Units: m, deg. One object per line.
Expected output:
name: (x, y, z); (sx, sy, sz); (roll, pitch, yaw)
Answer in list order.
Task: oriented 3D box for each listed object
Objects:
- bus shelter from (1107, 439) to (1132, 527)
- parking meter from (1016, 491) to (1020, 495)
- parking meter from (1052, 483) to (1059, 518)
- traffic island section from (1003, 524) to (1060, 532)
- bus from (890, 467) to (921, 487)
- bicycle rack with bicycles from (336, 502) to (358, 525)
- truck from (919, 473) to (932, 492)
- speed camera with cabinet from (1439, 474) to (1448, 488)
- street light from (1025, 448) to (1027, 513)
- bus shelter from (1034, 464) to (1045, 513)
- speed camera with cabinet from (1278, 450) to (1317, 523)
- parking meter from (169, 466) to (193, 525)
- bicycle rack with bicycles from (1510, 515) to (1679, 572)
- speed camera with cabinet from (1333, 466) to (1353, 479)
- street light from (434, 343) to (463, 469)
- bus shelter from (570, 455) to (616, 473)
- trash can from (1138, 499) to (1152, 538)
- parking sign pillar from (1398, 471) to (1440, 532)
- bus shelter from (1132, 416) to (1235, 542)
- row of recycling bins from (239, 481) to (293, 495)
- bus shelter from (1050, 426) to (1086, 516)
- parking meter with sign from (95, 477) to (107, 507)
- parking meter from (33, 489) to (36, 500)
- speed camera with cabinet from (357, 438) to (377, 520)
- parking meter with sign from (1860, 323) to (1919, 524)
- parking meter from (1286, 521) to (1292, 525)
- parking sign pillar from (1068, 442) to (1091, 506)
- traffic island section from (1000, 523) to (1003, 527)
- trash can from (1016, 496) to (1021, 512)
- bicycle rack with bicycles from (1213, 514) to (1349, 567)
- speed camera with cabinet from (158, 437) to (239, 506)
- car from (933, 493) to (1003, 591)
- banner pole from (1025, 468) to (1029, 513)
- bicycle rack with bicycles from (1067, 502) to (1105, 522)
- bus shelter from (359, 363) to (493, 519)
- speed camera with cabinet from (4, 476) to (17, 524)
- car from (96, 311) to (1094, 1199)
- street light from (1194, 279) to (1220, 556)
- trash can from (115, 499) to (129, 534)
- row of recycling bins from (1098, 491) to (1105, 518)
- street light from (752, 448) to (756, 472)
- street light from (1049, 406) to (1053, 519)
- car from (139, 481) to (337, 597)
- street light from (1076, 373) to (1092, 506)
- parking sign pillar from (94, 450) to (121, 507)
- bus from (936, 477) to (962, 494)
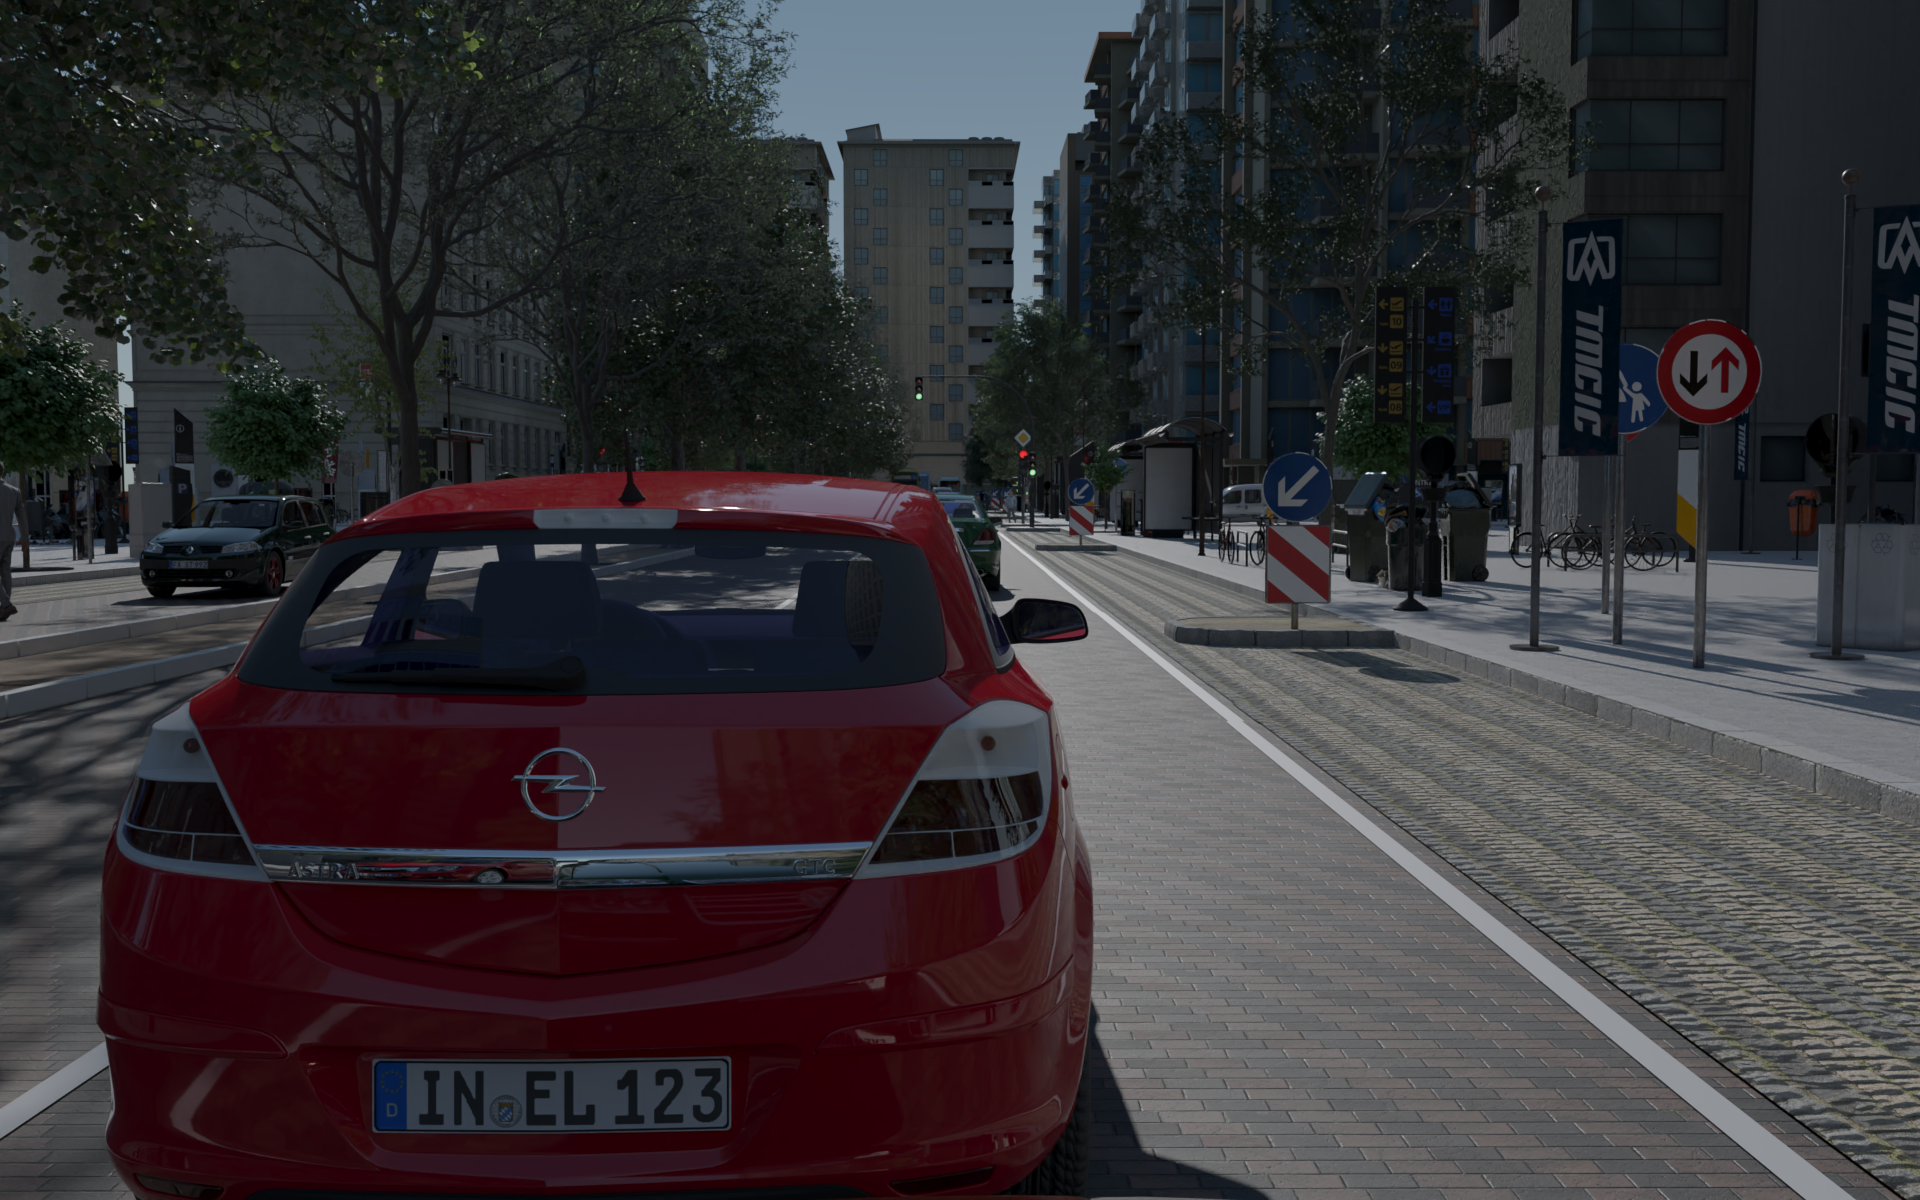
bus shelter: (6.528, -4.314, 64.453); (2.014, 3.302, 5.546); (0, 4, 0)
parking meter: (4.553, -7.821, 136.283); (0.372, 1.533, 0.369); (0, 3, 0)
parking meter: (5.061, -5.253, 91.599); (0.255, 1.863, 0.399); (-2, 4, -25)
traffic island section: (2.786, -2.717, 66.709); (2.009, 0.180, 2.903); (0, 4, 0)
bus: (-5.020, -10.253, 159.185); (2.896, 3.916, 12.252); (0, 4, -1)
bicycle rack with bicycles: (-27.541, -3.796, 75.441); (2.925, 0.926, 2.852); (-2, 4, -24)
truck: (-5.202, -13.709, 213.898); (2.967, 4.110, 18.799); (0, 4, 1)
speed camera with cabinet: (21.222, -4.883, 74.169); (2.038, 3.252, 0.660); (0, 4, 6)
street light: (4.516, -8.926, 118.730); (0.468, 5.910, 1.993); (0, 4, 0)
bus shelter: (6.194, -8.991, 124.631); (2.179, 5.291, 8.768); (0, 4, 0)
speed camera with cabinet: (14.995, -5.055, 76.979); (2.038, 3.252, 0.660); (0, 4, 4)
parking meter: (-16.157, -1.850, 35.954); (0.399, 1.863, 0.255); (-3, 5, -41)
bicycle rack with bicycles: (10.930, -0.991, 29.591); (2.925, 0.926, 2.852); (1, 4, 11)
speed camera with cabinet: (11.601, -3.444, 50.643); (0.660, 3.252, 2.038); (3, 4, 39)
street light: (-15.662, -4.914, 53.136); (0.468, 5.910, 1.993); (0, 4, 0)
bus shelter: (-16.445, -5.277, 80.198); (2.014, 3.302, 5.546); (0, 4, 0)
trash can: (5.639, -2.422, 51.246); (0.748, 1.137, 0.748); (0, 3, 0)
parking sign pillar: (15.575, -4.304, 58.846); (1.447, 3.967, 1.447); (2, 4, 27)
bus shelter: (6.127, -3.299, 47.858); (2.014, 3.302, 5.546); (0, 3, 0)
row of recycling bins: (-23.102, -3.085, 57.545); (1.069, 1.692, 3.534); (-3, 4, -39)
bus shelter: (6.388, -7.494, 100.160); (2.179, 5.291, 8.768); (0, 4, 0)
parking meter with sign: (-73.467, -9.279, 147.964); (0.543, 3.016, 1.738); (-3, 5, -40)
parking meter: (-42.773, -4.374, 79.920); (0.372, 1.533, 0.369); (0, 3, 0)
speed camera with cabinet: (-20.879, -4.076, 60.984); (0.660, 3.252, 2.038); (-1, 4, -18)
parking meter with sign: (9.947, -1.282, 17.230); (0.543, 3.016, 1.738); (-3, 5, -41)
parking meter: (10.255, -2.752, 53.412); (0.372, 1.533, 0.369); (0, 3, 0)
parking sign pillar: (6.043, -6.050, 87.397); (1.447, 3.967, 1.447); (-1, 4, -10)
traffic island section: (2.742, -3.206, 74.694); (2.009, 0.180, 2.903); (0, 4, 0)
trash can: (4.461, -7.041, 126.768); (0.748, 1.137, 0.748); (0, 3, 0)
bicycle rack with bicycles: (5.879, -1.099, 31.347); (2.852, 0.926, 2.925); (0, 4, 5)
speed camera with cabinet: (-22.089, -3.423, 50.295); (2.038, 3.252, 0.660); (-1, 4, -15)
car: (-0.358, -0.936, 27.095); (2.131, 1.459, 4.920); (0, 4, -2)
banner pole: (4.554, -7.766, 116.997); (0.401, 3.779, 0.863); (-2, 4, -23)
bicycle rack with bicycles: (6.431, -4.078, 80.054); (2.925, 0.926, 2.852); (-2, 4, -34)
bus shelter: (-17.243, -4.768, 55.596); (2.179, 5.291, 8.768); (0, 3, 0)
speed camera with cabinet: (-41.588, -4.953, 75.313); (0.660, 3.252, 2.038); (-3, 5, -42)
car: (-0.671, 0.257, 4.841); (2.155, 1.783, 4.494); (0, 4, -1)
street light: (5.026, -3.856, 35.830); (0.468, 5.910, 1.993); (0, 4, 0)
trash can: (-26.520, -2.663, 55.195); (0.748, 1.137, 0.748); (0, 3, 0)
row of recycling bins: (8.881, -5.291, 93.617); (3.534, 1.692, 1.069); (-3, 4, -38)
street light: (-16.083, -10.002, 136.313); (0.468, 5.910, 1.993); (0, 4, 0)
street light: (4.648, -7.047, 88.006); (0.468, 5.910, 1.993); (0, 4, 0)
car: (-10.457, -0.956, 25.417); (2.009, 1.686, 4.222); (0, 4, -1)
street light: (4.725, -5.712, 66.183); (0.468, 5.910, 1.993); (0, 4, 0)
parking sign pillar: (-42.754, -6.008, 86.707); (1.447, 3.967, 1.447); (2, 4, 28)
bus: (-1.179, -12.210, 194.492); (2.948, 3.499, 13.247); (0, 4, -1)
